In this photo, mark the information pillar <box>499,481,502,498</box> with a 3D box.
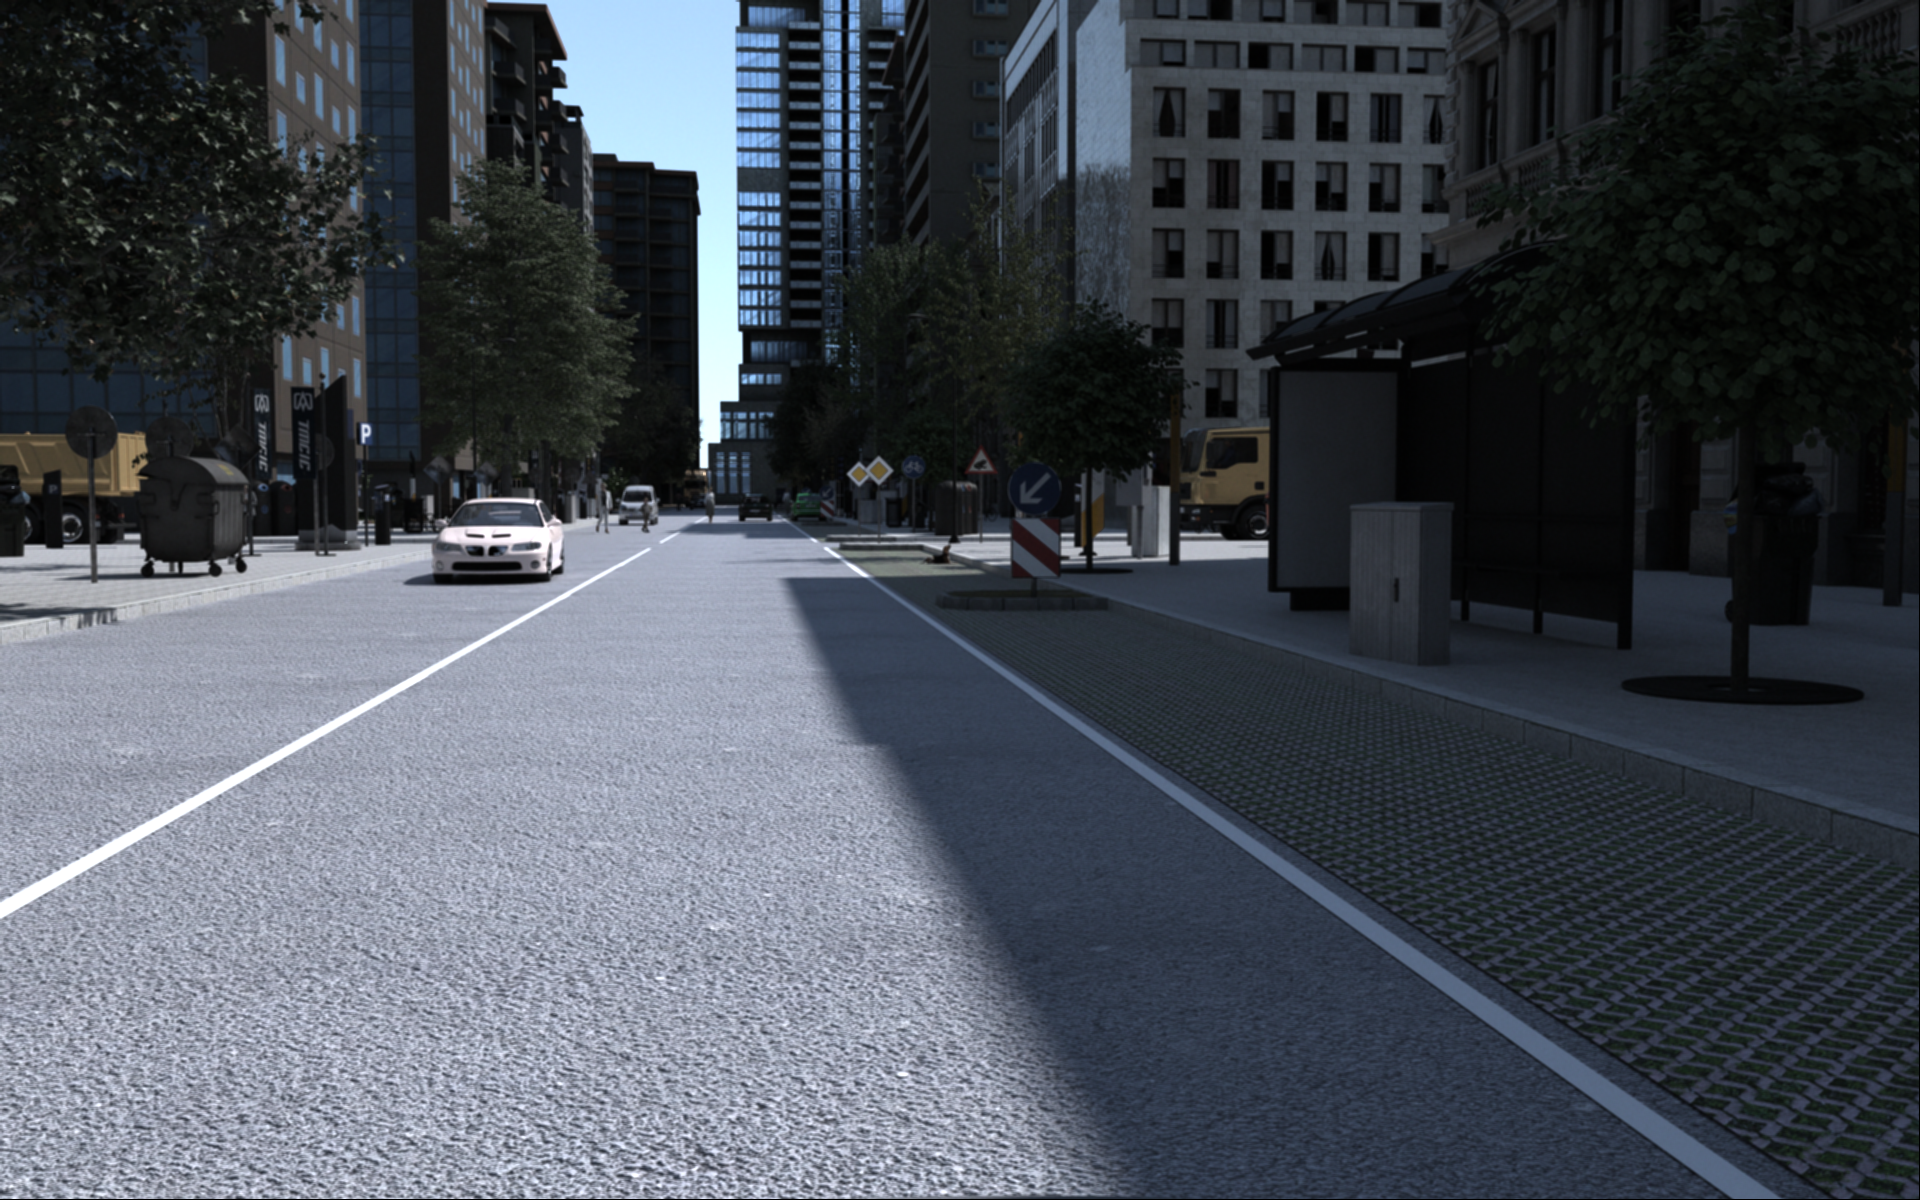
[{"bbox_3d":[-24.885,-5.479,94.074,0.304,2.012,0.304,-1,4,-18],"label":"information pillar"}]

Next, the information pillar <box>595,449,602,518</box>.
[{"bbox_3d":[-18.976,-6.092,90.958,0.183,3.616,0.504,-3,5,-44],"label":"information pillar"}]

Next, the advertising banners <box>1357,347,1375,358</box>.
[{"bbox_3d":[4.422,-1.470,20.218,0.090,3.025,2.074,2,4,35],"label":"advertising banners"}]

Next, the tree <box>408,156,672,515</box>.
[{"bbox_3d":[-15.125,-8.604,58.798,7.486,12.596,7.792,0,3,0],"label":"tree"}]

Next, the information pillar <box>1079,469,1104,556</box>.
[{"bbox_3d":[2.751,-2.733,36.044,0.504,3.616,0.183,-1,4,-15],"label":"information pillar"}]

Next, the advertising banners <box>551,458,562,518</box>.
[{"bbox_3d":[-19.662,-5.389,84.299,0.090,3.025,2.074,-2,4,-27],"label":"advertising banners"}]

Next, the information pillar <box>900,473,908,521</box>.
[{"bbox_3d":[-2.649,-5.501,81.294,0.183,3.616,0.504,3,4,36],"label":"information pillar"}]

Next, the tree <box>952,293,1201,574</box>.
[{"bbox_3d":[2.220,-2.735,28.432,4.285,4.588,4.351,0,3,0],"label":"tree"}]

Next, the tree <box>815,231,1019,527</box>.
[{"bbox_3d":[-1.719,-8.666,67.448,9.928,11.665,9.643,0,3,0],"label":"tree"}]

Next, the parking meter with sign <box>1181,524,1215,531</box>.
[{"bbox_3d":[8.103,-3.941,60.696,1.738,3.016,0.543,0,4,1],"label":"parking meter with sign"}]

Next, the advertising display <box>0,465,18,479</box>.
[{"bbox_3d":[-21.401,-2.029,38.388,0.974,1.923,0.123,-1,4,-22],"label":"advertising display"}]

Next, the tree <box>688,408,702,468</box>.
[{"bbox_3d":[-33.918,-17.372,202.164,7.486,12.596,7.792,0,3,0],"label":"tree"}]

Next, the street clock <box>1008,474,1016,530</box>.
[{"bbox_3d":[1.895,-3.514,62.019,0.358,2.002,0.471,-1,4,-13],"label":"street clock"}]

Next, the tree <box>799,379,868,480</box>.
[{"bbox_3d":[-8.253,-10.080,115.165,4.360,8.622,3.978,0,3,0],"label":"tree"}]

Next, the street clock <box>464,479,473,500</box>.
[{"bbox_3d":[-23.656,-4.823,83.425,0.471,2.002,0.358,3,5,42],"label":"street clock"}]

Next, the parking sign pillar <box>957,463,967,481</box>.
[{"bbox_3d":[-0.268,-6.280,91.143,1.447,3.967,1.447,2,4,30],"label":"parking sign pillar"}]

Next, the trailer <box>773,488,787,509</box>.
[{"bbox_3d":[-17.691,-10.030,171.032,1.471,1.999,3.904,-1,4,-8],"label":"trailer"}]

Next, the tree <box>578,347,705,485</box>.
[{"bbox_3d":[-26.200,-14.232,143.071,12.009,13.543,11.850,0,3,0],"label":"tree"}]

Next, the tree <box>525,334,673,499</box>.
[{"bbox_3d":[-21.049,-10.113,99.755,8.767,10.594,7.601,-3,5,-39],"label":"tree"}]

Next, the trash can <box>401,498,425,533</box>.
[{"bbox_3d":[-17.898,-2.757,56.723,0.748,1.137,0.748,0,3,0],"label":"trash can"}]

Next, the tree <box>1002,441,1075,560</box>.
[{"bbox_3d":[1.547,-2.428,34.298,1.663,3.219,1.824,0,3,0],"label":"tree"}]

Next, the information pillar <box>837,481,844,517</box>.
[{"bbox_3d":[-6.690,-5.651,96.879,0.304,2.012,0.304,-3,4,-37],"label":"information pillar"}]

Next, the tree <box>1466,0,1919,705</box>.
[{"bbox_3d":[5.097,-1.670,11.022,4.285,4.588,4.351,0,3,0],"label":"tree"}]

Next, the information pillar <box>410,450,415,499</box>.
[{"bbox_3d":[-28.951,-6.130,91.586,0.183,3.616,0.504,-3,4,-38],"label":"information pillar"}]

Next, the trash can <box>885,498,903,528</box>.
[{"bbox_3d":[-2.532,-3.348,66.396,0.748,1.137,0.748,0,3,0],"label":"trash can"}]

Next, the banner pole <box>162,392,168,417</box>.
[{"bbox_3d":[-19.307,-3.190,42.178,0.401,3.779,0.863,-2,4,-32],"label":"banner pole"}]

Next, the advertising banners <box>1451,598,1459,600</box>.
[{"bbox_3d":[6.127,-1.507,20.828,2.074,3.025,0.090,1,4,14],"label":"advertising banners"}]

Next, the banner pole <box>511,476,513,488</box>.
[{"bbox_3d":[-22.398,-5.883,86.205,0.401,3.779,0.863,-2,4,-35],"label":"banner pole"}]

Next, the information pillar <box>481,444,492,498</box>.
[{"bbox_3d":[-21.490,-5.331,78.515,0.504,3.616,0.183,-3,5,-41],"label":"information pillar"}]

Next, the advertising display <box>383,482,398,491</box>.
[{"bbox_3d":[-29.965,-5.258,91.182,0.974,1.923,0.123,2,4,32],"label":"advertising display"}]

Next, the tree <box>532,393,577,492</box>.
[{"bbox_3d":[-28.189,-10.378,120.050,4.737,8.622,4.395,0,3,0],"label":"tree"}]

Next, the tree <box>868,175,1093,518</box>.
[{"bbox_3d":[1.193,-5.454,39.531,4.737,8.622,4.395,0,3,0],"label":"tree"}]

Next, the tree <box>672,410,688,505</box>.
[{"bbox_3d":[-16.471,-9.316,70.442,7.486,12.596,7.792,0,3,0],"label":"tree"}]

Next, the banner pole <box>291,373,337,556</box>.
[{"bbox_3d":[-13.366,-2.798,35.762,0.863,3.779,0.401,-2,4,-34],"label":"banner pole"}]

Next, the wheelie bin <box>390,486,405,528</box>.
[{"bbox_3d":[-21.541,-3.560,66.118,0.693,1.594,0.980,-2,4,-27],"label":"wheelie bin"}]

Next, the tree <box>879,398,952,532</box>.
[{"bbox_3d":[-0.942,-4.610,59.090,4.285,4.588,4.351,0,3,0],"label":"tree"}]

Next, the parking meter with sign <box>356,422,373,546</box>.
[{"bbox_3d":[-15.323,-2.829,42.509,1.738,3.016,0.543,1,4,14],"label":"parking meter with sign"}]

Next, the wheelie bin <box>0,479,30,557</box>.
[{"bbox_3d":[-19.529,-1.685,35.461,0.693,1.594,0.980,3,5,41],"label":"wheelie bin"}]

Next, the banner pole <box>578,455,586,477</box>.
[{"bbox_3d":[-23.943,-7.312,109.561,0.401,3.779,0.863,2,4,29],"label":"banner pole"}]

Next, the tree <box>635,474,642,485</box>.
[{"bbox_3d":[-24.692,-8.203,128.728,1.663,3.219,1.824,0,3,0],"label":"tree"}]

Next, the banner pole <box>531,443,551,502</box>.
[{"bbox_3d":[-20.651,-5.795,84.762,0.863,3.779,0.401,2,4,27],"label":"banner pole"}]

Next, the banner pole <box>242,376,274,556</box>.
[{"bbox_3d":[-14.609,-2.814,36.027,0.401,3.779,0.863,1,4,23],"label":"banner pole"}]

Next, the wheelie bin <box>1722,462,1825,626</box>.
[{"bbox_3d":[8.053,-0.561,17.081,0.980,1.594,0.693,-1,4,-11],"label":"wheelie bin"}]

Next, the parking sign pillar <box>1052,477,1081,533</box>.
[{"bbox_3d":[3.755,-4.268,58.254,1.447,3.967,1.447,2,4,34],"label":"parking sign pillar"}]

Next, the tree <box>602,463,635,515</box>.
[{"bbox_3d":[-21.878,-6.990,108.894,1.663,3.219,1.824,0,3,0],"label":"tree"}]

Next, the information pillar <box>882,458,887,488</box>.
[{"bbox_3d":[-4.704,-7.079,107.092,0.183,3.616,0.504,-3,5,-39],"label":"information pillar"}]

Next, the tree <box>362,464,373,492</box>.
[{"bbox_3d":[-32.084,-5.989,92.514,1.663,3.219,1.824,0,3,0],"label":"tree"}]

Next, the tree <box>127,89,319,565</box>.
[{"bbox_3d":[-13.457,-4.962,31.483,4.360,8.622,3.978,0,3,0],"label":"tree"}]

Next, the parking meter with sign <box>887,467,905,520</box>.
[{"bbox_3d":[-3.260,-5.552,87.032,0.543,3.016,1.738,-2,4,-28],"label":"parking meter with sign"}]

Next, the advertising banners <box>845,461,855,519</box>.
[{"bbox_3d":[-5.780,-5.835,91.594,0.090,3.025,2.074,1,4,10],"label":"advertising banners"}]

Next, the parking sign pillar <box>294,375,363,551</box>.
[{"bbox_3d":[-14.485,-3.126,39.585,1.447,3.967,1.447,1,4,18],"label":"parking sign pillar"}]

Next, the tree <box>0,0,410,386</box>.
[{"bbox_3d":[-11.319,-6.197,18.328,9.611,12.733,9.660,0,3,0],"label":"tree"}]

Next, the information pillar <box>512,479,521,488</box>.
[{"bbox_3d":[-21.355,-4.833,83.515,0.304,2.012,0.304,3,4,37],"label":"information pillar"}]

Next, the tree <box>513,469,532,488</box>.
[{"bbox_3d":[-29.327,-7.342,114.646,1.663,3.219,1.824,0,3,0],"label":"tree"}]
